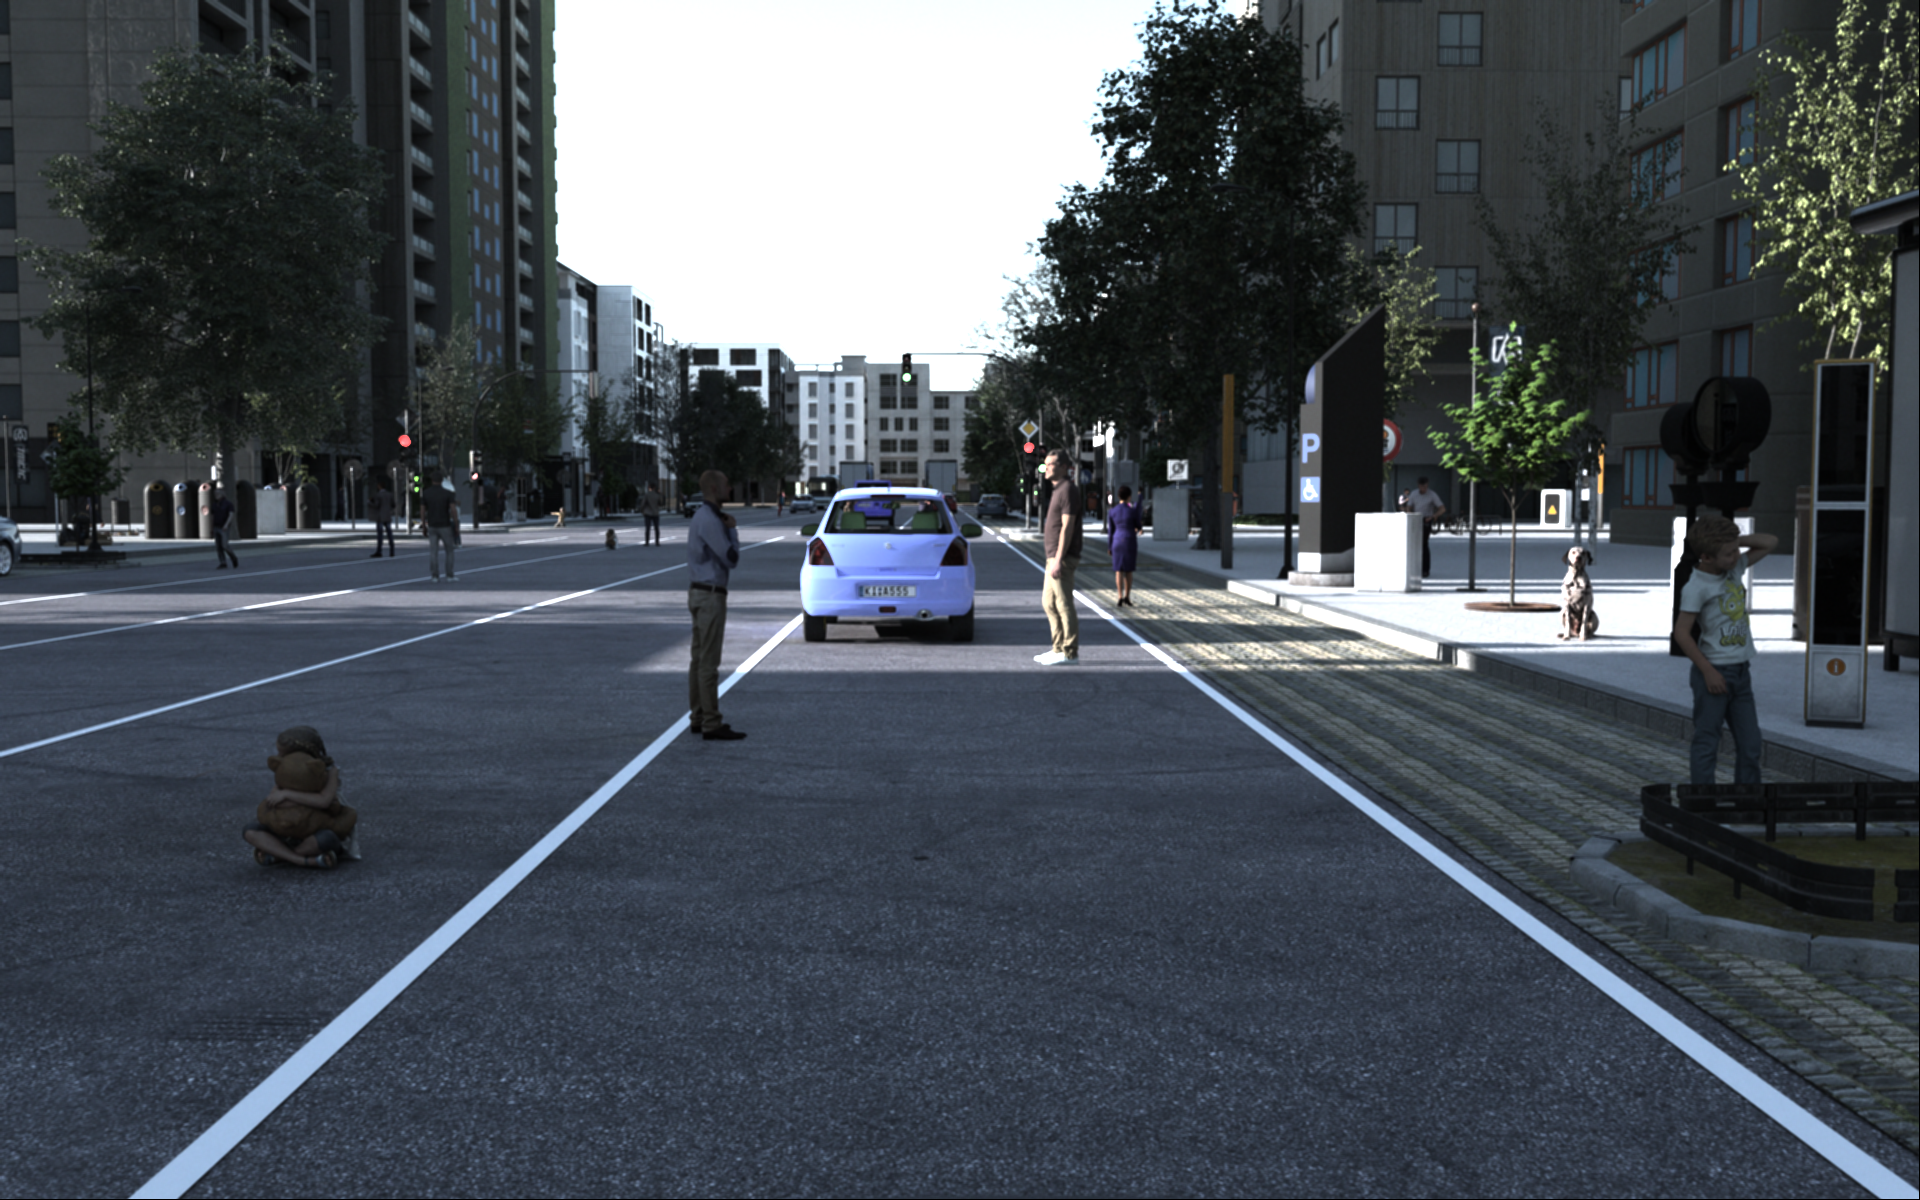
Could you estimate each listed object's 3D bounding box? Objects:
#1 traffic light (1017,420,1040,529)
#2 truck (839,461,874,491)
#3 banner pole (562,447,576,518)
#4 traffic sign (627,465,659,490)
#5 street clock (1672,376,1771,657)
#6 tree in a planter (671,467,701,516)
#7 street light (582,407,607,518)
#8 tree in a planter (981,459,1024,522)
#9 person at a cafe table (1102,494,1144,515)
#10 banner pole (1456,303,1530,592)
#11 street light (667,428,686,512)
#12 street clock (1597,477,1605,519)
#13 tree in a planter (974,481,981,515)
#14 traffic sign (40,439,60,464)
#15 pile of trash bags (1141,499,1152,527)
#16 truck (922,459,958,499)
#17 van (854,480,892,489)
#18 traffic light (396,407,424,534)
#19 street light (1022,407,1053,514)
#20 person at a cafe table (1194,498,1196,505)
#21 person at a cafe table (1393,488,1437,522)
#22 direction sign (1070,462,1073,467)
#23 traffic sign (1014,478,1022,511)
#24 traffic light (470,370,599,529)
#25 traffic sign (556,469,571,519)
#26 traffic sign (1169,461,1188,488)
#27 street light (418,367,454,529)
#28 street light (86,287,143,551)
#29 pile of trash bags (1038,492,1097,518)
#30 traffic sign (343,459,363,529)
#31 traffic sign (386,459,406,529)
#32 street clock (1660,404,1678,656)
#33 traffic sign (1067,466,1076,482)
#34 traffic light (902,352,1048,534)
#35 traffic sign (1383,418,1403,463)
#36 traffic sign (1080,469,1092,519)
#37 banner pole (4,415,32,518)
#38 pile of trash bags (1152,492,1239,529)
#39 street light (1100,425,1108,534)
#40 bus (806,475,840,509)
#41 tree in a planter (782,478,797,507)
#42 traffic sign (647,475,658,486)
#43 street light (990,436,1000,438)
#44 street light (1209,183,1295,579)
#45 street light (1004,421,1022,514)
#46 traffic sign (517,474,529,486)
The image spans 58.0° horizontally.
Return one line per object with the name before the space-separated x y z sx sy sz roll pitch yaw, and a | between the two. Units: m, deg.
traffic light | 2.513 -4.579 63.792 0.839 4.253 0.868 0 4 -1
truck | -9.047 -10.105 154.132 2.839 4.237 11.283 0 4 1
banner pole | -20.585 -6.206 91.483 0.863 3.779 0.401 -2 4 -28
traffic sign | -22.127 -7.765 120.833 2.265 3.308 0.079 0 4 2
street clock | 4.753 -0.377 10.729 0.358 2.002 0.471 -1 4 -12
tree in a planter | -18.104 -7.224 115.338 1.991 3.239 1.994 0 4 -1
street light | -19.540 -7.336 92.481 1.470 5.913 1.316 0 4 -1
tree in a planter | 2.248 -5.596 88.724 1.991 3.239 1.994 0 4 -1
person at a cafe table | 6.886 -3.997 73.863 1.622 1.524 1.698 1 4 15
banner pole | 6.987 -2.000 22.718 0.863 3.779 0.401 1 4 15
street light | -19.923 -9.114 121.557 1.470 5.913 1.316 0 4 -1
street clock | 24.798 -3.827 67.135 0.358 2.002 0.471 3 5 42
tree in a planter | 1.926 -7.244 115.665 1.991 3.239 1.994 0 4 -1
traffic sign | -21.531 -2.540 41.255 0.795 2.593 0.064 0 4 5
pile of trash bags | 7.087 -3.647 69.385 1.912 1.369 3.447 0 4 0
truck | -1.659 -9.598 145.844 2.839 4.237 11.283 0 4 -2
van | -3.900 -4.508 78.086 2.240 2.365 5.245 0 4 -2
traffic light | -17.670 -4.075 55.548 0.839 4.253 0.868 0 4 -1
street light | 3.767 -6.620 80.782 1.470 5.913 1.316 0 4 -1
person at a cafe table | 12.286 -5.183 95.597 1.698 1.238 1.726 -2 4 -30
person at a cafe table | 18.509 -3.806 70.749 1.622 1.524 1.698 3 5 45
direction sign | 7.605 -7.729 118.359 0.379 3.537 0.876 1 4 17
traffic sign | 4.445 -8.070 132.047 0.768 2.556 0.104 0 4 0
traffic light | -15.676 -5.439 63.592 4.771 5.953 1.251 0 4 -1
traffic sign | -20.212 -5.395 88.306 0.768 2.556 0.104 0 4 6
traffic sign | 6.559 -3.058 52.124 0.606 2.300 0.079 0 4 4
street light | -19.174 -5.557 63.406 1.470 5.913 1.316 0 4 -1
street light | -19.005 -4.062 38.948 1.470 5.913 1.316 0 4 -1
pile of trash bags | 5.800 -5.049 92.299 3.447 1.369 1.912 2 4 29
traffic sign | -22.164 -3.861 63.226 0.768 2.556 0.104 1 4 9
traffic sign | -20.724 -3.887 63.664 0.768 2.556 0.104 1 4 9
street clock | 5.763 -0.556 13.659 0.471 2.002 0.358 -1 4 -22
traffic sign | 5.077 -4.882 79.934 0.768 2.556 0.104 0 4 1
traffic light | 0.519 -4.953 55.641 4.771 5.953 1.251 0 4 -1
traffic sign | 6.964 -1.759 28.864 0.768 2.556 0.104 1 4 9
traffic sign | 6.384 -5.426 88.823 0.768 2.556 0.104 0 4 3
banner pole | -30.137 -3.993 55.302 0.863 3.779 0.401 -1 4 -20
pile of trash bags | 9.199 -3.391 65.192 1.912 1.369 3.447 -2 4 -35
street light | 4.092 -5.053 55.153 1.470 5.913 1.316 0 4 -1
bus | -12.463 -10.255 162.524 2.948 3.499 13.247 0 4 0
tree in a planter | -19.038 -11.932 192.315 1.991 3.239 1.994 0 4 -1
traffic sign | -21.277 -7.325 119.767 0.884 2.594 0.081 0 4 0
street light | 3.129 -10.178 138.952 1.470 5.913 1.316 0 4 -1
street light | 4.429 -3.274 26.077 1.470 5.913 1.316 0 4 -1
street light | 3.472 -8.400 109.876 1.470 5.913 1.316 0 4 -1
traffic sign | -21.860 -5.170 86.651 0.606 2.300 0.079 0 4 6
